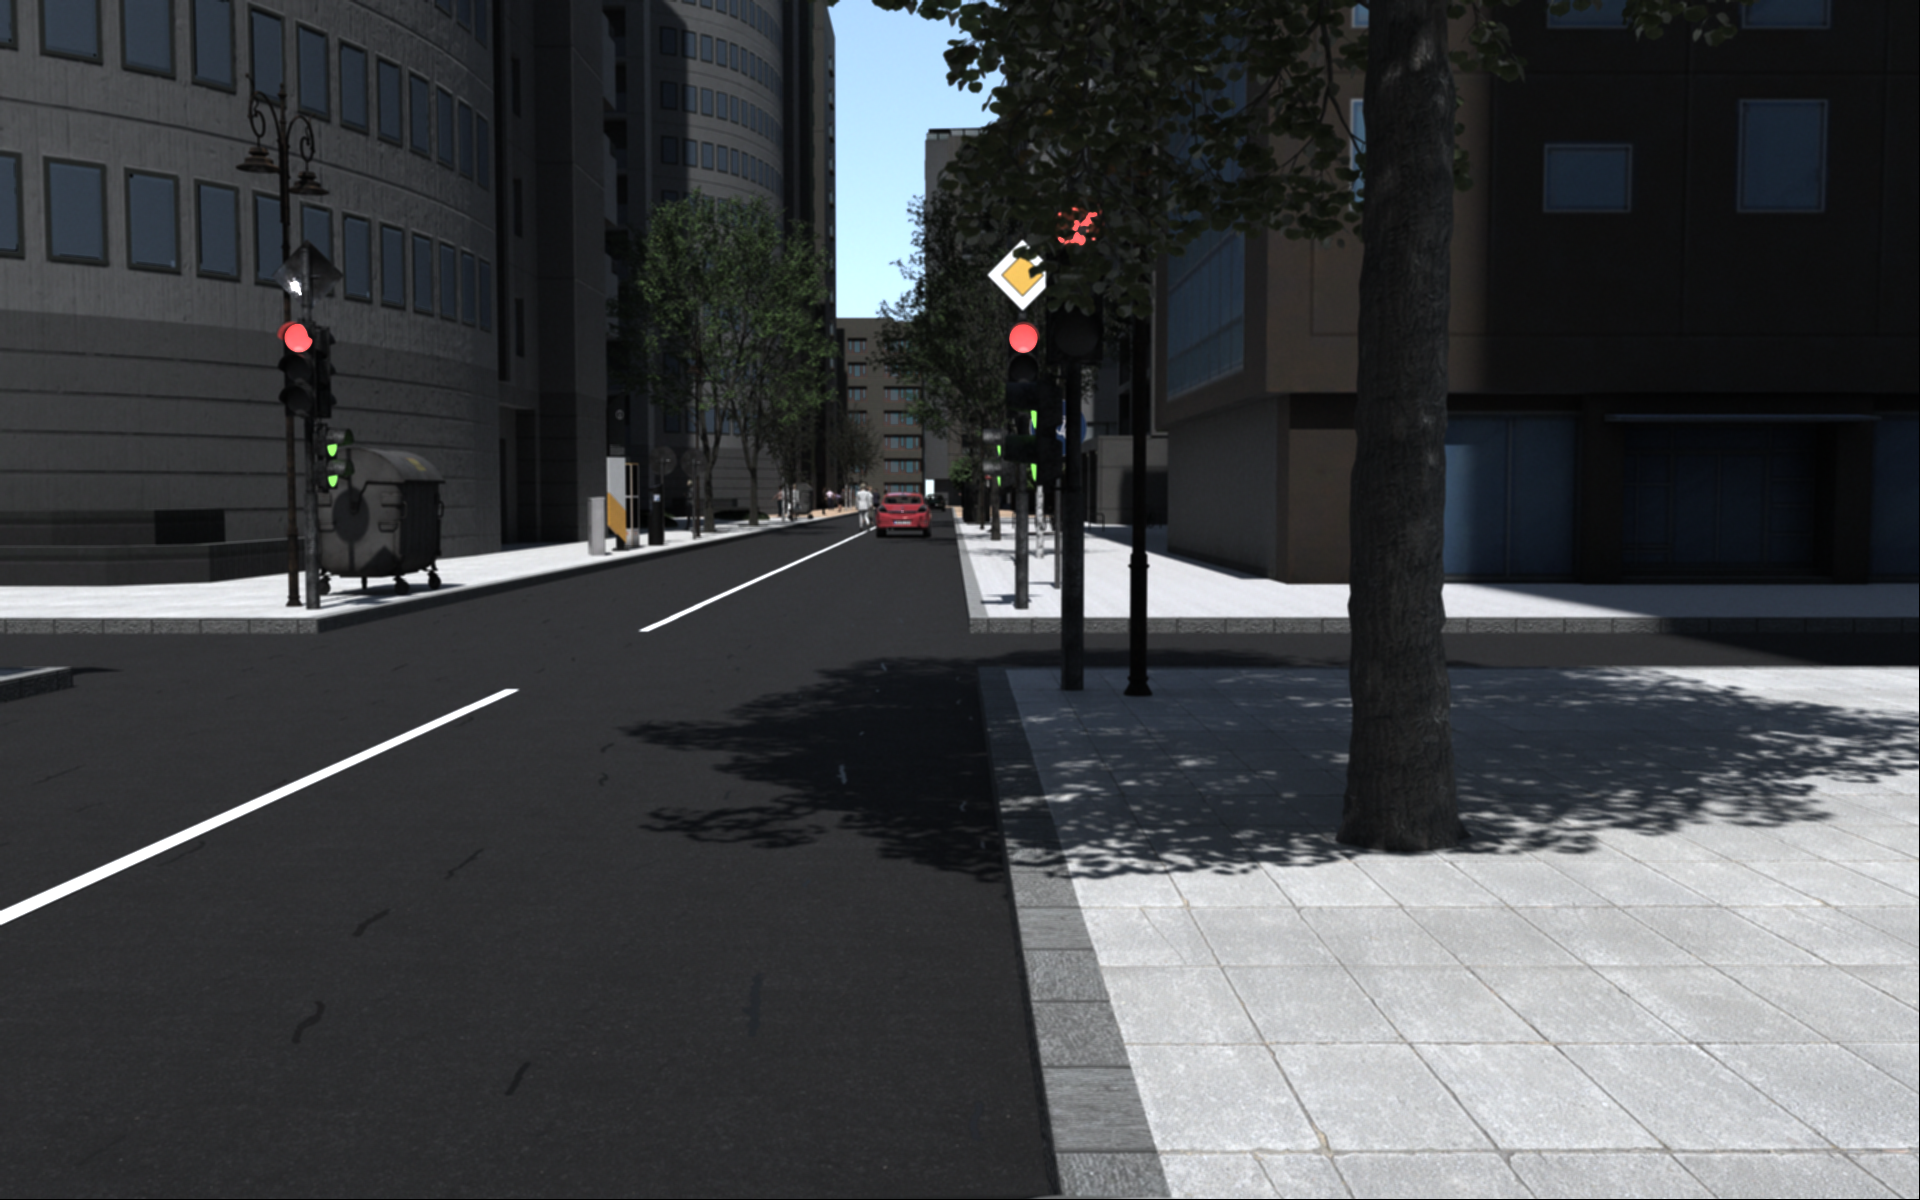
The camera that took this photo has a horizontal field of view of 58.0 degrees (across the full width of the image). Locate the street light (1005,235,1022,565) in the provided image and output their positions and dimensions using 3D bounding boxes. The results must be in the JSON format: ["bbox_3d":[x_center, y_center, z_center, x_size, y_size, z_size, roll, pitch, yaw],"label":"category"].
[{"bbox_3d":[1.064,-3.571,31.173,0.468,5.910,1.993,0,4,0],"label":"street light"}]

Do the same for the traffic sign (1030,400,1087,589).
[{"bbox_3d":[1.322,-1.423,23.378,0.768,2.556,0.104,0,4,3],"label":"traffic sign"}]

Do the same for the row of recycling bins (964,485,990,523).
[{"bbox_3d":[0.829,-4.399,79.037,1.069,1.692,3.534,1,4,8],"label":"row of recycling bins"}]

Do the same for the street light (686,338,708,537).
[{"bbox_3d":[-7.802,-4.810,51.430,0.468,5.910,1.993,0,4,0],"label":"street light"}]

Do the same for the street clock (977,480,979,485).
[{"bbox_3d":[0.974,-5.031,86.830,0.358,2.002,0.471,-2,4,-31],"label":"street clock"}]

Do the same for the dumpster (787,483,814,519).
[{"bbox_3d":[-8.130,-5.043,88.205,1.264,1.857,1.865,0,4,0],"label":"dumpster"}]

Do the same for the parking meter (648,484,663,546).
[{"bbox_3d":[-7.603,-2.131,43.249,0.372,1.533,0.369,0,3,0],"label":"parking meter"}]

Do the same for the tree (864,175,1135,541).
[{"bbox_3d":[1.124,-6.942,47.916,8.767,10.594,7.601,1,4,18],"label":"tree"}]

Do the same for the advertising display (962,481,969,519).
[{"bbox_3d":[0.280,-5.083,88.322,0.123,1.923,0.974,1,4,17],"label":"advertising display"}]

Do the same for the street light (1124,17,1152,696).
[{"bbox_3d":[1.138,-2.331,10.894,0.468,5.910,1.993,0,4,0],"label":"street light"}]

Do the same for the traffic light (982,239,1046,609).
[{"bbox_3d":[0.672,-1.854,19.241,0.839,4.253,0.868,0,4,0],"label":"traffic light"}]

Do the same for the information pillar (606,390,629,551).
[{"bbox_3d":[-7.731,-2.914,39.006,0.183,3.616,0.504,3,4,39],"label":"information pillar"}]

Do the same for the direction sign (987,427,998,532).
[{"bbox_3d":[1.104,-4.038,58.016,0.379,3.537,0.876,2,4,27],"label":"direction sign"}]

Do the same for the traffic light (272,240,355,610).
[{"bbox_3d":[-7.189,-1.851,19.179,0.839,4.253,0.868,0,4,0],"label":"traffic light"}]

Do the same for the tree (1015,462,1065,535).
[{"bbox_3d":[2.465,-3.708,55.224,1.663,3.219,1.824,0,3,0],"label":"tree"}]

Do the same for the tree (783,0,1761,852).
[{"bbox_3d":[1.757,-5.352,5.628,7.486,12.596,7.792,0,3,0],"label":"tree"}]

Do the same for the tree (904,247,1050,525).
[{"bbox_3d":[1.005,-8.958,72.211,9.928,11.665,9.643,0,3,0],"label":"tree"}]

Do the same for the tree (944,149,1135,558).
[{"bbox_3d":[1.590,-5.152,34.590,4.360,8.622,3.978,0,3,0],"label":"tree"}]

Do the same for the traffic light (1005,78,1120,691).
[{"bbox_3d":[0.719,-1.366,11.256,0.839,4.253,0.868,0,4,0],"label":"traffic light"}]

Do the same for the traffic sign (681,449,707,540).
[{"bbox_3d":[-7.476,-2.970,48.663,0.768,2.556,0.104,0,4,6],"label":"traffic sign"}]

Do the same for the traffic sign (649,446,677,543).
[{"bbox_3d":[-7.845,-2.787,45.665,0.768,2.556,0.104,1,4,9],"label":"traffic sign"}]

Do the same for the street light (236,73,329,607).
[{"bbox_3d":[-7.620,-2.866,19.644,0.468,5.910,1.993,0,4,0],"label":"street light"}]

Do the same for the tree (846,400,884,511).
[{"bbox_3d":[-8.383,-11.048,130.992,4.360,8.622,3.978,0,3,0],"label":"tree"}]

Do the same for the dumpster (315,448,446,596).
[{"bbox_3d":[-7.572,-1.026,22.542,1.264,1.857,1.865,0,4,0],"label":"dumpster"}]

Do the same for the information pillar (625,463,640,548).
[{"bbox_3d":[-7.915,-2.269,41.595,0.304,2.012,0.304,2,4,25],"label":"information pillar"}]

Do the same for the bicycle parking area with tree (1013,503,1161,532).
[{"bbox_3d":[5.987,-4.600,62.214,8.231,4.147,9.016,0,4,2],"label":"bicycle parking area with tree"}]

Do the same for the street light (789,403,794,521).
[{"bbox_3d":[-8.052,-6.725,82.744,0.468,5.910,1.993,0,4,0],"label":"street light"}]

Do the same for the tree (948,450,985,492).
[{"bbox_3d":[0.735,-8.982,130.565,4.285,4.588,4.351,0,3,0],"label":"tree"}]

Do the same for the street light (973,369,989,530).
[{"bbox_3d":[0.805,-5.486,62.487,0.468,5.910,1.993,0,4,0],"label":"street light"}]

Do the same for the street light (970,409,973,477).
[{"bbox_3d":[0.681,-7.416,94.037,0.468,5.910,1.993,0,4,0],"label":"street light"}]

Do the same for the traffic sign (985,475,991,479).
[{"bbox_3d":[1.293,-3.665,59.921,0.884,2.594,0.081,0,4,7],"label":"traffic sign"}]

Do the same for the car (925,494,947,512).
[{"bbox_3d":[-2.075,-8.152,143.074,2.009,1.686,4.222,0,4,1],"label":"car"}]

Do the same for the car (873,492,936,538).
[{"bbox_3d":[-1.886,-3.032,58.619,2.155,1.783,4.494,0,4,0],"label":"car"}]
